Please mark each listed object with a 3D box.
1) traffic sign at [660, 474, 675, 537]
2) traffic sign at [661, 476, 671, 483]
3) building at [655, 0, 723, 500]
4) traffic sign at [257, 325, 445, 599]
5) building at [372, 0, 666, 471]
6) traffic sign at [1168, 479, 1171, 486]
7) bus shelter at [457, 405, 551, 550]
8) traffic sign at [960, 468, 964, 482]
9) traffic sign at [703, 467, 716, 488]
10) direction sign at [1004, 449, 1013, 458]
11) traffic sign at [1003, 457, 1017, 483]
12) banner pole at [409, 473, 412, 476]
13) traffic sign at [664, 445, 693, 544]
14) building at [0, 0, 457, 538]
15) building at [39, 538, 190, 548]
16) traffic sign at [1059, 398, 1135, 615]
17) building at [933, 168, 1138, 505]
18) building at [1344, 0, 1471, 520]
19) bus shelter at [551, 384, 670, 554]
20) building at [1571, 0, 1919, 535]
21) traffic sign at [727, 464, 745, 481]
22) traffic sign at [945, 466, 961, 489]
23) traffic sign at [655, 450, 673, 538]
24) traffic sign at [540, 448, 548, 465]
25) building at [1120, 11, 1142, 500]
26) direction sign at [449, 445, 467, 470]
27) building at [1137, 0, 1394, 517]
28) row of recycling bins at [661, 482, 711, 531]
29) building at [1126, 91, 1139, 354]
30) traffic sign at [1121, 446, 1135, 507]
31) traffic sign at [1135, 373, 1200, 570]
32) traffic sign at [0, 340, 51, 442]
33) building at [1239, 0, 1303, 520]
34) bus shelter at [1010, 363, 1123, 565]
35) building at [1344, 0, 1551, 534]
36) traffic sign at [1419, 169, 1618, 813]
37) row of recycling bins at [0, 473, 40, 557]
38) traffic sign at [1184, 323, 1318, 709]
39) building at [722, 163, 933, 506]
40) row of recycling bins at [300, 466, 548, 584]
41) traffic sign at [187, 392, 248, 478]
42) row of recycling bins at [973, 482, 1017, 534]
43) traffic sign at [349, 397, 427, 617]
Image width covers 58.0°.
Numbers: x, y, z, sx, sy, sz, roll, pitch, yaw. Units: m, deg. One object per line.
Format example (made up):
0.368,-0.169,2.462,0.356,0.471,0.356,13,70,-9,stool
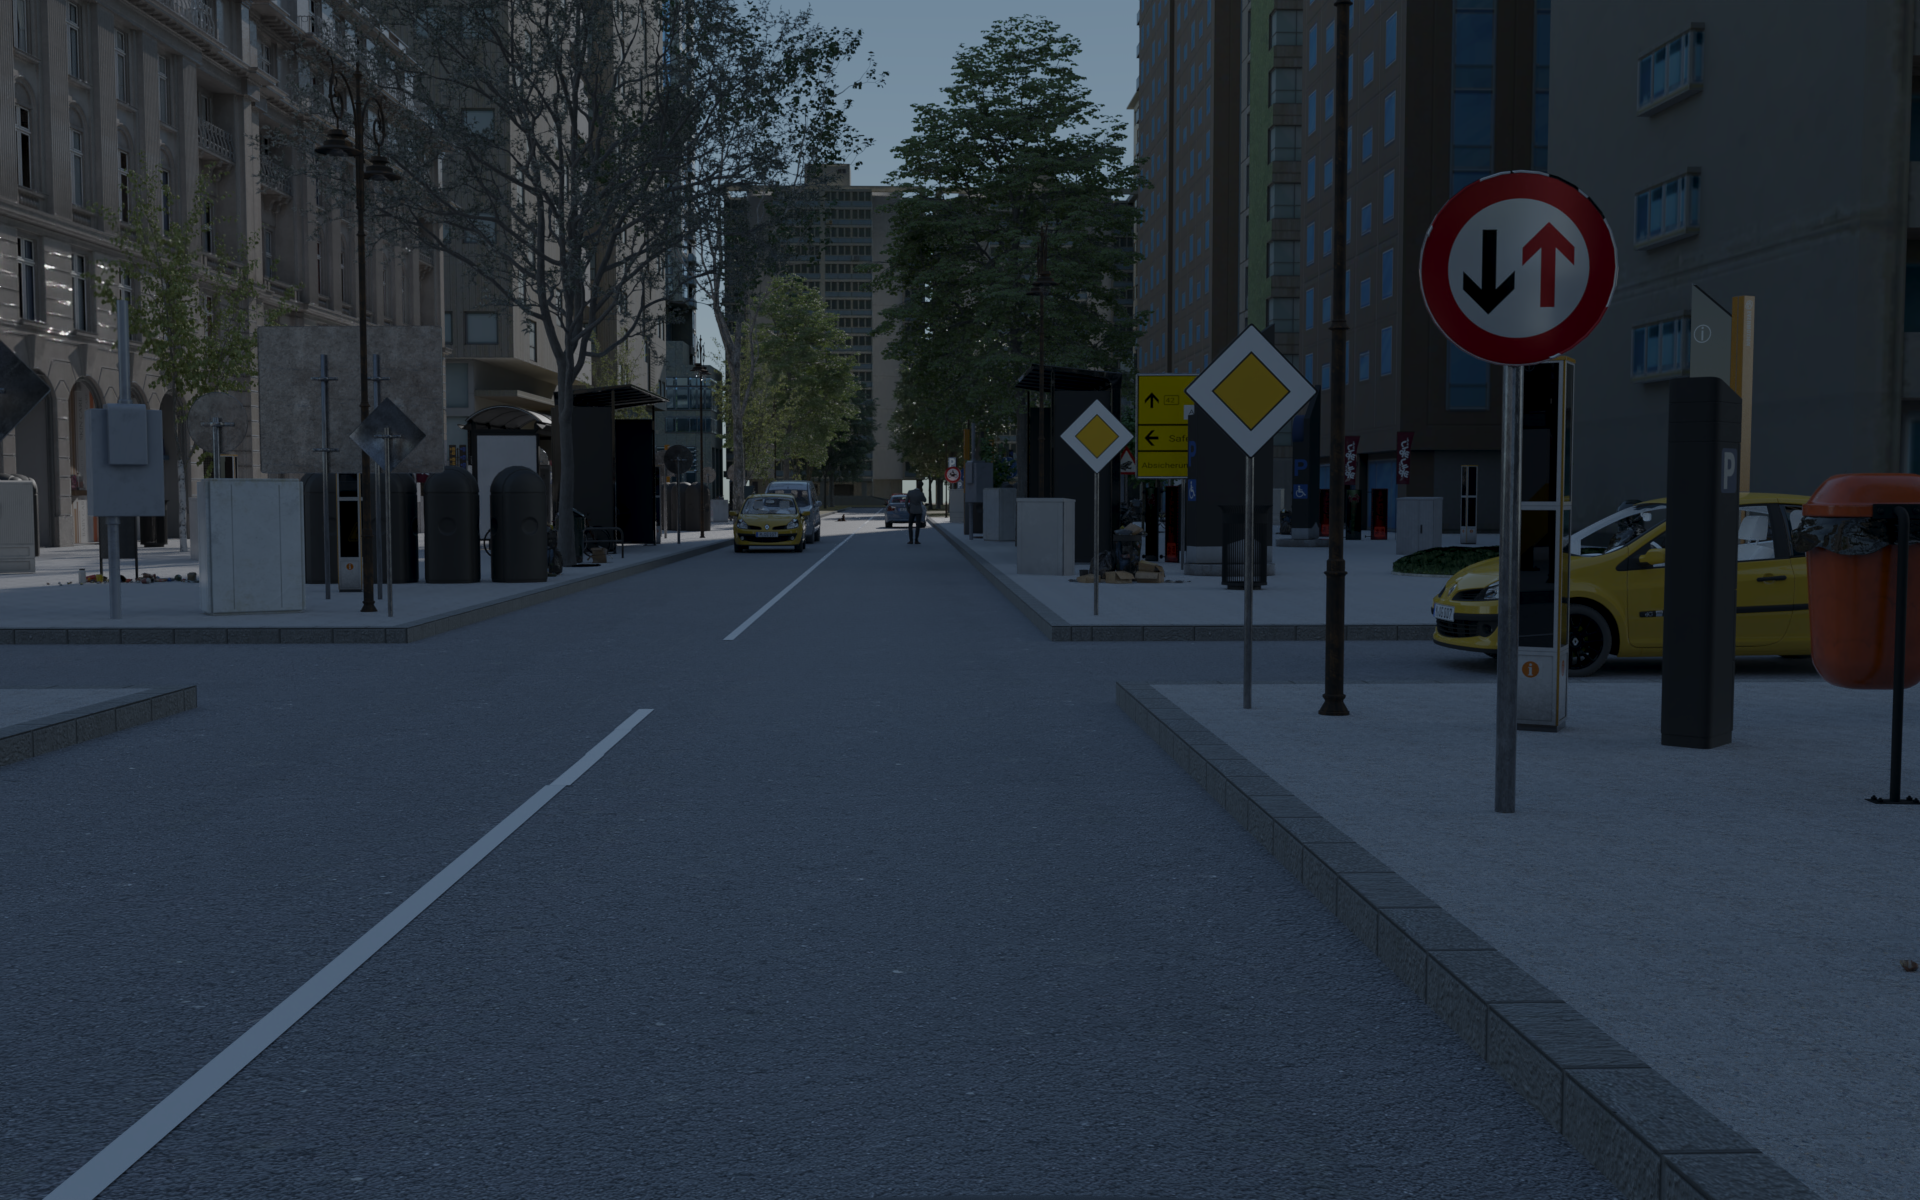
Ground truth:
-8.980,-3.176,51.928,0.884,2.594,0.081,0,4,4,traffic sign
-13.260,-4.726,77.377,0.768,2.556,0.104,0,4,5,traffic sign
-43.350,-54.142,197.894,31.000,86.520,22.319,0,4,-2,building
-7.381,-1.659,21.000,2.265,3.308,0.079,0,4,3,traffic sign
-38.602,-33.644,139.321,27.495,52.752,28.713,0,4,-2,building
5.490,-2.766,45.332,0.768,2.556,0.104,0,3,0,traffic sign
-10.512,-2.954,42.217,2.014,3.302,5.546,0,4,-2,bus shelter
0.353,-4.939,80.851,0.768,2.556,0.104,0,4,8,traffic sign
-11.731,-4.923,80.589,0.768,2.556,0.104,0,4,5,traffic sign
2.407,-5.851,87.656,0.379,3.537,0.876,3,5,41,direction sign
1.630,-3.633,59.499,0.768,2.556,0.104,0,4,3,traffic sign
-14.303,-3.315,44.215,0.401,3.779,0.863,2,4,33,banner pole
-7.243,-2.717,44.534,0.768,2.556,0.104,0,4,3,traffic sign
-28.727,-13.735,66.359,13.314,21.916,24.055,0,4,-2,building
-27.538,-12.268,42.376,13.314,21.916,24.055,0,4,-2,building
1.438,-0.895,18.280,0.795,2.450,0.064,0,4,-2,traffic sign
8.423,-31.550,207.726,23.993,40.220,32.217,0,4,-2,building
20.738,-27.730,103.502,14.600,45.320,14.200,0,4,-2,building
-7.971,-2.981,40.016,1.731,3.624,6.357,0,4,-2,bus shelter
26.033,-25.492,40.500,21.600,48.544,21.300,0,4,-2,building
-9.443,-4.463,73.076,0.768,2.556,0.104,0,4,4,traffic sign
-0.321,-4.856,79.503,0.768,2.556,0.104,0,4,7,traffic sign
-8.518,-3.054,50.033,0.768,2.556,0.104,0,4,0,traffic sign
-11.496,-2.857,46.814,0.768,2.556,0.104,0,4,8,traffic sign
22.653,-50.546,139.097,22.319,86.520,31.000,0,4,-2,building
-23.070,-5.360,79.634,0.876,3.537,0.379,1,4,15,direction sign
19.957,-28.598,117.690,14.600,45.320,14.200,0,4,-2,building
-9.803,-3.289,60.888,1.069,1.692,3.534,-2,4,-33,row of recycling bins
35.197,-37.714,205.854,27.495,52.752,28.713,0,4,-2,building
4.519,-2.877,47.041,0.884,2.594,0.081,0,4,6,traffic sign
4.089,-2.160,29.184,2.265,3.308,0.079,0,4,3,traffic sign
-5.674,-0.393,10.063,0.795,2.450,0.064,0,4,-2,traffic sign
20.636,-24.466,83.610,14.154,41.232,14.086,0,4,-2,building
2.039,-2.630,34.284,1.731,3.624,6.357,0,4,-2,bus shelter
20.684,-25.154,61.372,14.600,45.320,14.200,0,4,-2,building
2.202,-0.417,6.920,0.768,2.556,0.104,0,4,5,traffic sign
-19.126,-1.653,34.136,1.069,1.692,3.534,0,4,-7,row of recycling bins
1.717,-0.407,10.300,0.795,2.450,0.064,0,4,-2,traffic sign
-15.773,-31.461,206.262,23.993,40.220,32.217,0,4,-2,building
-7.782,-1.102,25.130,3.534,1.692,1.069,0,4,-6,row of recycling bins
-9.273,-1.317,21.639,0.768,2.556,0.104,0,4,1,traffic sign
1.694,-3.078,57.441,1.069,1.692,3.534,3,5,41,row of recycling bins
-5.952,-0.881,18.044,0.795,2.450,0.064,0,4,-2,traffic sign
